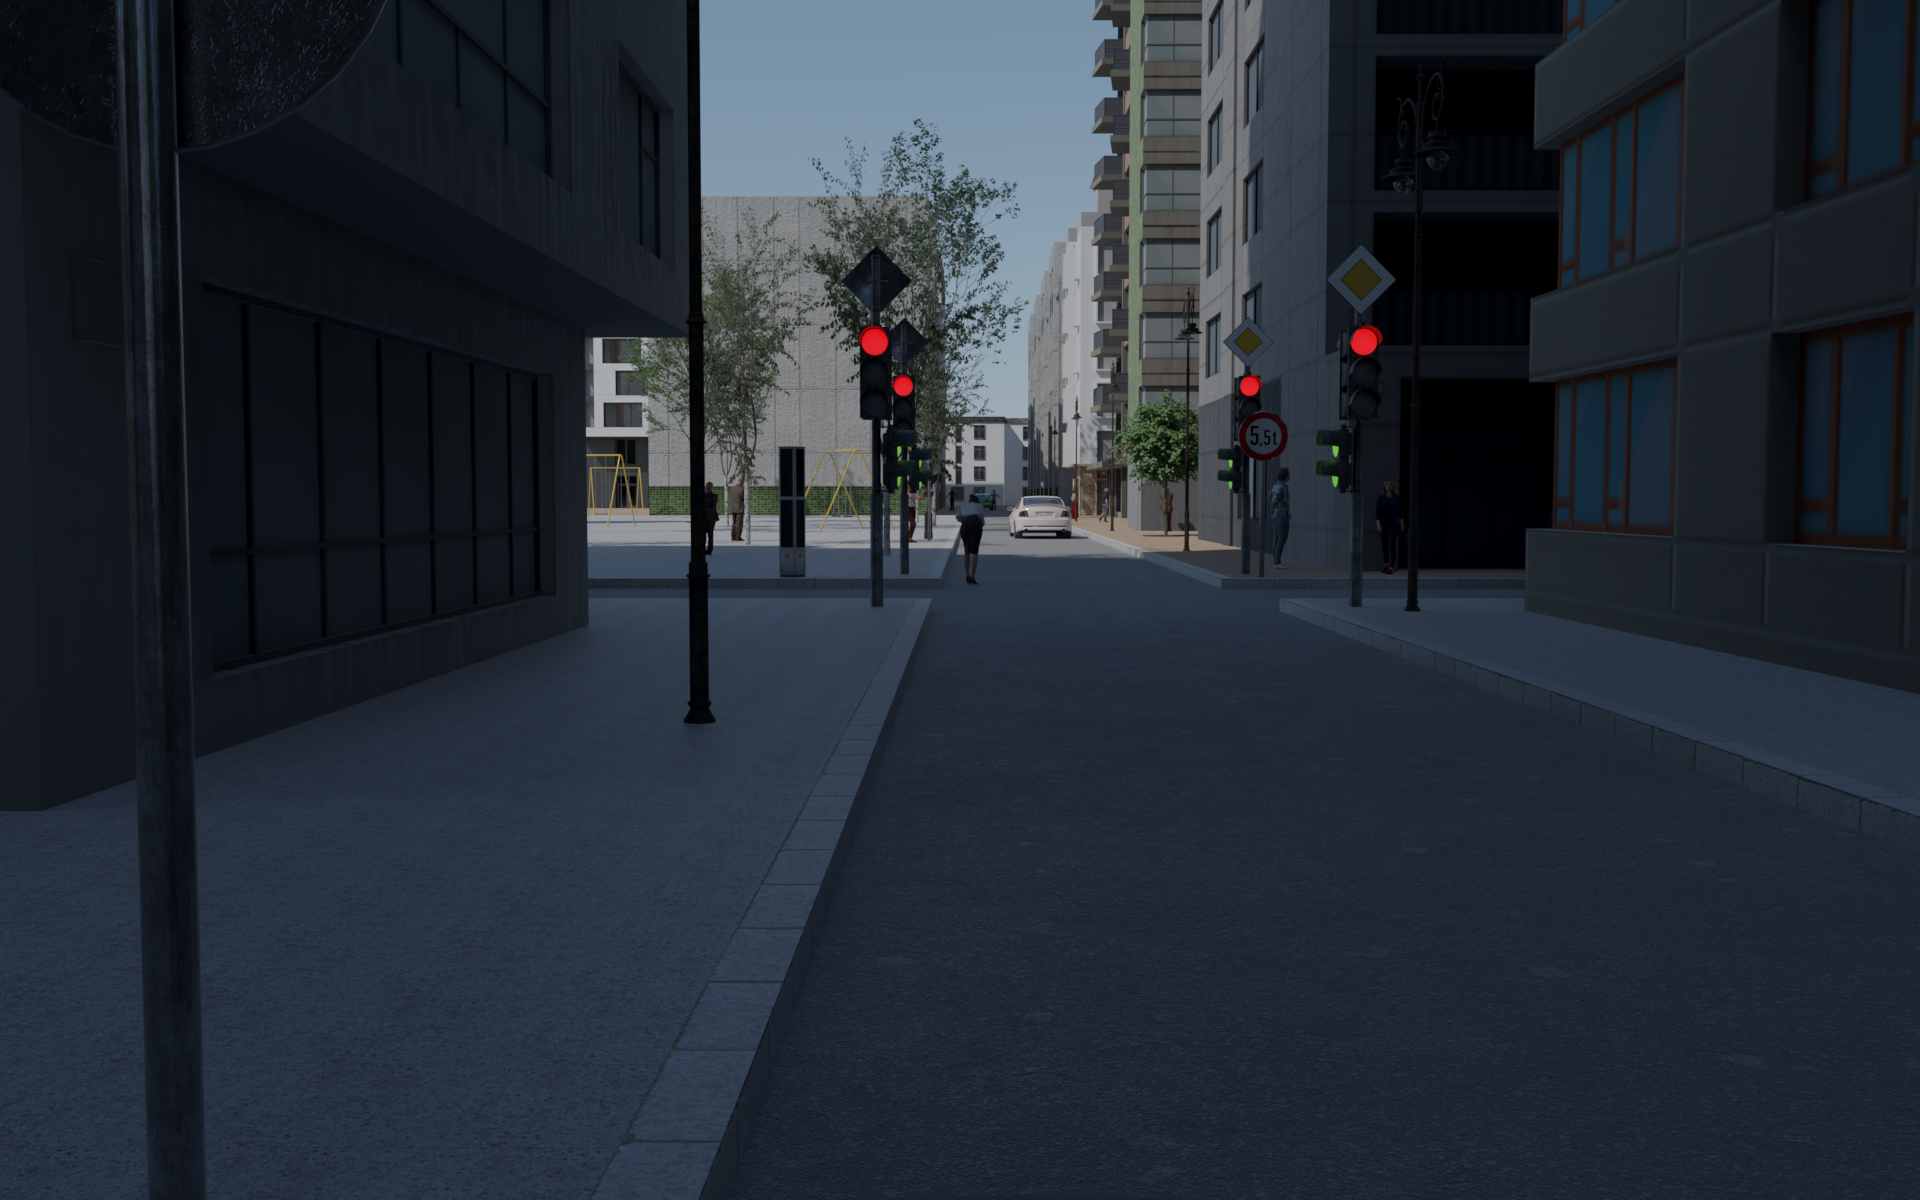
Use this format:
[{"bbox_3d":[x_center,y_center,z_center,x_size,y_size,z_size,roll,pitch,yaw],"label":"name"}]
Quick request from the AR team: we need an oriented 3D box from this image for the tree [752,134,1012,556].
[{"bbox_3d":[-1.370,-5.224,35.769,4.360,8.622,3.978,0,3,0],"label":"tree"}]

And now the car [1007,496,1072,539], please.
[{"bbox_3d":[2.626,-2.731,57.011,2.083,1.381,4.827,0,4,-1],"label":"car"}]

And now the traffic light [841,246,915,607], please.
[{"bbox_3d":[-0.931,-1.880,19.656,0.839,4.253,0.868,0,4,0],"label":"traffic light"}]

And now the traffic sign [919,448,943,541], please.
[{"bbox_3d":[-0.845,-2.910,47.679,0.768,2.556,0.104,0,4,3],"label":"traffic sign"}]

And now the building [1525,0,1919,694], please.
[{"bbox_3d":[19.920,-9.713,3.850,27.650,21.520,28.899,0,4,0],"label":"building"}]

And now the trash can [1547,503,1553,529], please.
[{"bbox_3d":[9.485,-0.930,26.863,0.748,1.137,0.748,0,3,0],"label":"trash can"}]

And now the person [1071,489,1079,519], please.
[{"bbox_3d":[5.826,-4.858,87.939,0.387,1.526,0.523,-2,4,-28],"label":"person"}]

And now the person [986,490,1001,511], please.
[{"bbox_3d":[2.887,-8.507,147.578,1.348,1.826,0.705,-1,4,-20],"label":"person"}]

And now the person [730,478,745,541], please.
[{"bbox_3d":[-6.017,-2.486,47.372,0.565,1.739,0.600,1,4,15],"label":"person"}]

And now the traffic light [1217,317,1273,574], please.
[{"bbox_3d":[4.550,-2.367,27.616,0.839,4.253,0.868,0,4,0],"label":"traffic light"}]

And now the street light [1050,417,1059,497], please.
[{"bbox_3d":[5.598,-7.924,102.342,0.468,5.910,1.993,0,4,0],"label":"street light"}]

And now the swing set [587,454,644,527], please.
[{"bbox_3d":[-14.632,-4.342,68.609,3.119,2.851,2.862,1,4,12],"label":"swing set"}]

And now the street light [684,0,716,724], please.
[{"bbox_3d":[-1.465,-2.250,9.568,0.468,5.910,1.993,0,4,0],"label":"street light"}]

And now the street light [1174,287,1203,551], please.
[{"bbox_3d":[5.106,-4.041,38.853,0.468,5.910,1.993,0,4,0],"label":"street light"}]

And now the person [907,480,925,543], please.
[{"bbox_3d":[-1.213,-2.337,45.720,0.517,1.644,0.566,-1,4,-23],"label":"person"}]

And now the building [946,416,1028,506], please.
[{"bbox_3d":[4.835,-15.265,191.732,28.070,9.664,9.099,0,4,0],"label":"building"}]

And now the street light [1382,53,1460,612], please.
[{"bbox_3d":[4.956,-2.814,18.803,0.468,5.910,1.993,0,4,0],"label":"street light"}]

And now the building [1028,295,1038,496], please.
[{"bbox_3d":[15.245,-18.099,162.380,16.747,18.905,31.486,0,4,0],"label":"building"}]

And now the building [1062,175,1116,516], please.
[{"bbox_3d":[14.541,-15.424,108.602,16.016,20.091,11.380,0,4,0],"label":"building"}]

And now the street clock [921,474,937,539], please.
[{"bbox_3d":[-0.901,-2.741,49.390,0.471,2.002,0.358,2,4,31],"label":"street clock"}]

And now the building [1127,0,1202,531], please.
[{"bbox_3d":[13.338,-23.365,65.614,14.154,41.232,14.086,0,4,0],"label":"building"}]

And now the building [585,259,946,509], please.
[{"bbox_3d":[-17.781,-19.604,164.496,32.646,21.610,27.936,0,4,0],"label":"building"}]

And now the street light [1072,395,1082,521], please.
[{"bbox_3d":[5.453,-6.625,81.101,0.468,5.910,1.993,0,4,0],"label":"street light"}]

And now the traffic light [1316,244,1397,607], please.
[{"bbox_3d":[4.490,-1.878,19.631,0.839,4.253,0.868,0,4,0],"label":"traffic light"}]

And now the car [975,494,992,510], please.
[{"bbox_3d":[1.989,-8.829,153.142,1.959,1.807,4.718,0,4,2],"label":"car"}]

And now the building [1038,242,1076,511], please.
[{"bbox_3d":[15.027,-16.131,130.205,16.747,18.905,31.486,0,4,0],"label":"building"}]

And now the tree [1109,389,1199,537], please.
[{"bbox_3d":[6.217,-4.215,52.634,4.285,4.588,4.351,0,3,0],"label":"tree"}]

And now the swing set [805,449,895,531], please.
[{"bbox_3d":[-4.131,-3.897,61.342,2.862,2.851,3.119,-2,4,-26],"label":"swing set"}]

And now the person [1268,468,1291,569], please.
[{"bbox_3d":[5.495,-1.406,29.759,0.376,1.734,0.841,0,4,7],"label":"person"}]

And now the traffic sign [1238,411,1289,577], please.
[{"bbox_3d":[4.667,-1.627,26.715,0.768,2.556,0.104,0,4,2],"label":"traffic sign"}]

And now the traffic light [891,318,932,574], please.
[{"bbox_3d":[-0.871,-2.368,27.641,0.839,4.253,0.868,0,4,0],"label":"traffic light"}]

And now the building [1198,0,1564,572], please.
[{"bbox_3d":[16.830,-36.597,36.615,20.611,71.187,20.563,0,4,0],"label":"building"}]

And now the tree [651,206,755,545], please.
[{"bbox_3d":[-5.600,-5.699,43.537,4.360,8.622,3.978,0,3,0],"label":"tree"}]

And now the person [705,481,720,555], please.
[{"bbox_3d":[-5.297,-1.721,36.444,0.482,1.546,0.388,1,4,12],"label":"person"}]

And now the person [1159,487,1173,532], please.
[{"bbox_3d":[7.065,-3.119,59.312,0.482,1.546,0.388,0,4,-2],"label":"person"}]

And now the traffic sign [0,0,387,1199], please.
[{"bbox_3d":[-1.184,-0.150,2.555,0.768,2.556,0.104,0,4,5],"label":"traffic sign"}]

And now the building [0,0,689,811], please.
[{"bbox_3d":[-9.638,-20.122,12.590,14.086,41.232,14.154,0,4,0],"label":"building"}]

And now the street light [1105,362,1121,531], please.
[{"bbox_3d":[5.284,-5.333,59.976,0.468,5.910,1.993,0,4,0],"label":"street light"}]

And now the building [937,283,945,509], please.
[{"bbox_3d":[-9.202,-17.404,140.973,16.016,20.091,11.380,0,4,0],"label":"building"}]

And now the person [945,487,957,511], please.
[{"bbox_3d":[-0.635,-7.745,132.807,0.705,1.807,1.348,-3,5,-44],"label":"person"}]

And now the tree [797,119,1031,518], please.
[{"bbox_3d":[-2.522,-14.346,90.448,12.611,20.169,13.585,0,3,0],"label":"tree"}]

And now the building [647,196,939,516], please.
[{"bbox_3d":[-10.125,-15.437,118.847,16.747,18.905,31.486,0,4,0],"label":"building"}]

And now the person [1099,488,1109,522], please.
[{"bbox_3d":[6.534,-4.289,78.372,0.471,1.553,0.569,1,4,19],"label":"person"}]

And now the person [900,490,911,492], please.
[{"bbox_3d":[-2.090,-3.791,69.488,0.593,1.643,0.415,-3,5,-39],"label":"person"}]

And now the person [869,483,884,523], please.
[{"bbox_3d":[-3.665,-4.287,76.591,0.683,1.767,0.568,-1,4,-12],"label":"person"}]

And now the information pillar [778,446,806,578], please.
[{"bbox_3d":[-2.590,-1.360,26.732,0.304,2.012,0.304,2,4,28],"label":"information pillar"}]

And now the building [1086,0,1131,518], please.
[{"bbox_3d":[18.137,-26.489,87.714,22.147,44.769,28.867,0,4,0],"label":"building"}]

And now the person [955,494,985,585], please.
[{"bbox_3d":[0.215,-0.978,27.679,0.628,1.438,0.799,-2,4,-25],"label":"person"}]

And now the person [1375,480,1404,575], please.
[{"bbox_3d":[6.873,-1.177,27.823,0.480,1.512,0.613,0,4,-7],"label":"person"}]

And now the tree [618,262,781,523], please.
[{"bbox_3d":[-11.514,-9.250,76.997,9.928,11.665,9.643,0,3,0],"label":"tree"}]
